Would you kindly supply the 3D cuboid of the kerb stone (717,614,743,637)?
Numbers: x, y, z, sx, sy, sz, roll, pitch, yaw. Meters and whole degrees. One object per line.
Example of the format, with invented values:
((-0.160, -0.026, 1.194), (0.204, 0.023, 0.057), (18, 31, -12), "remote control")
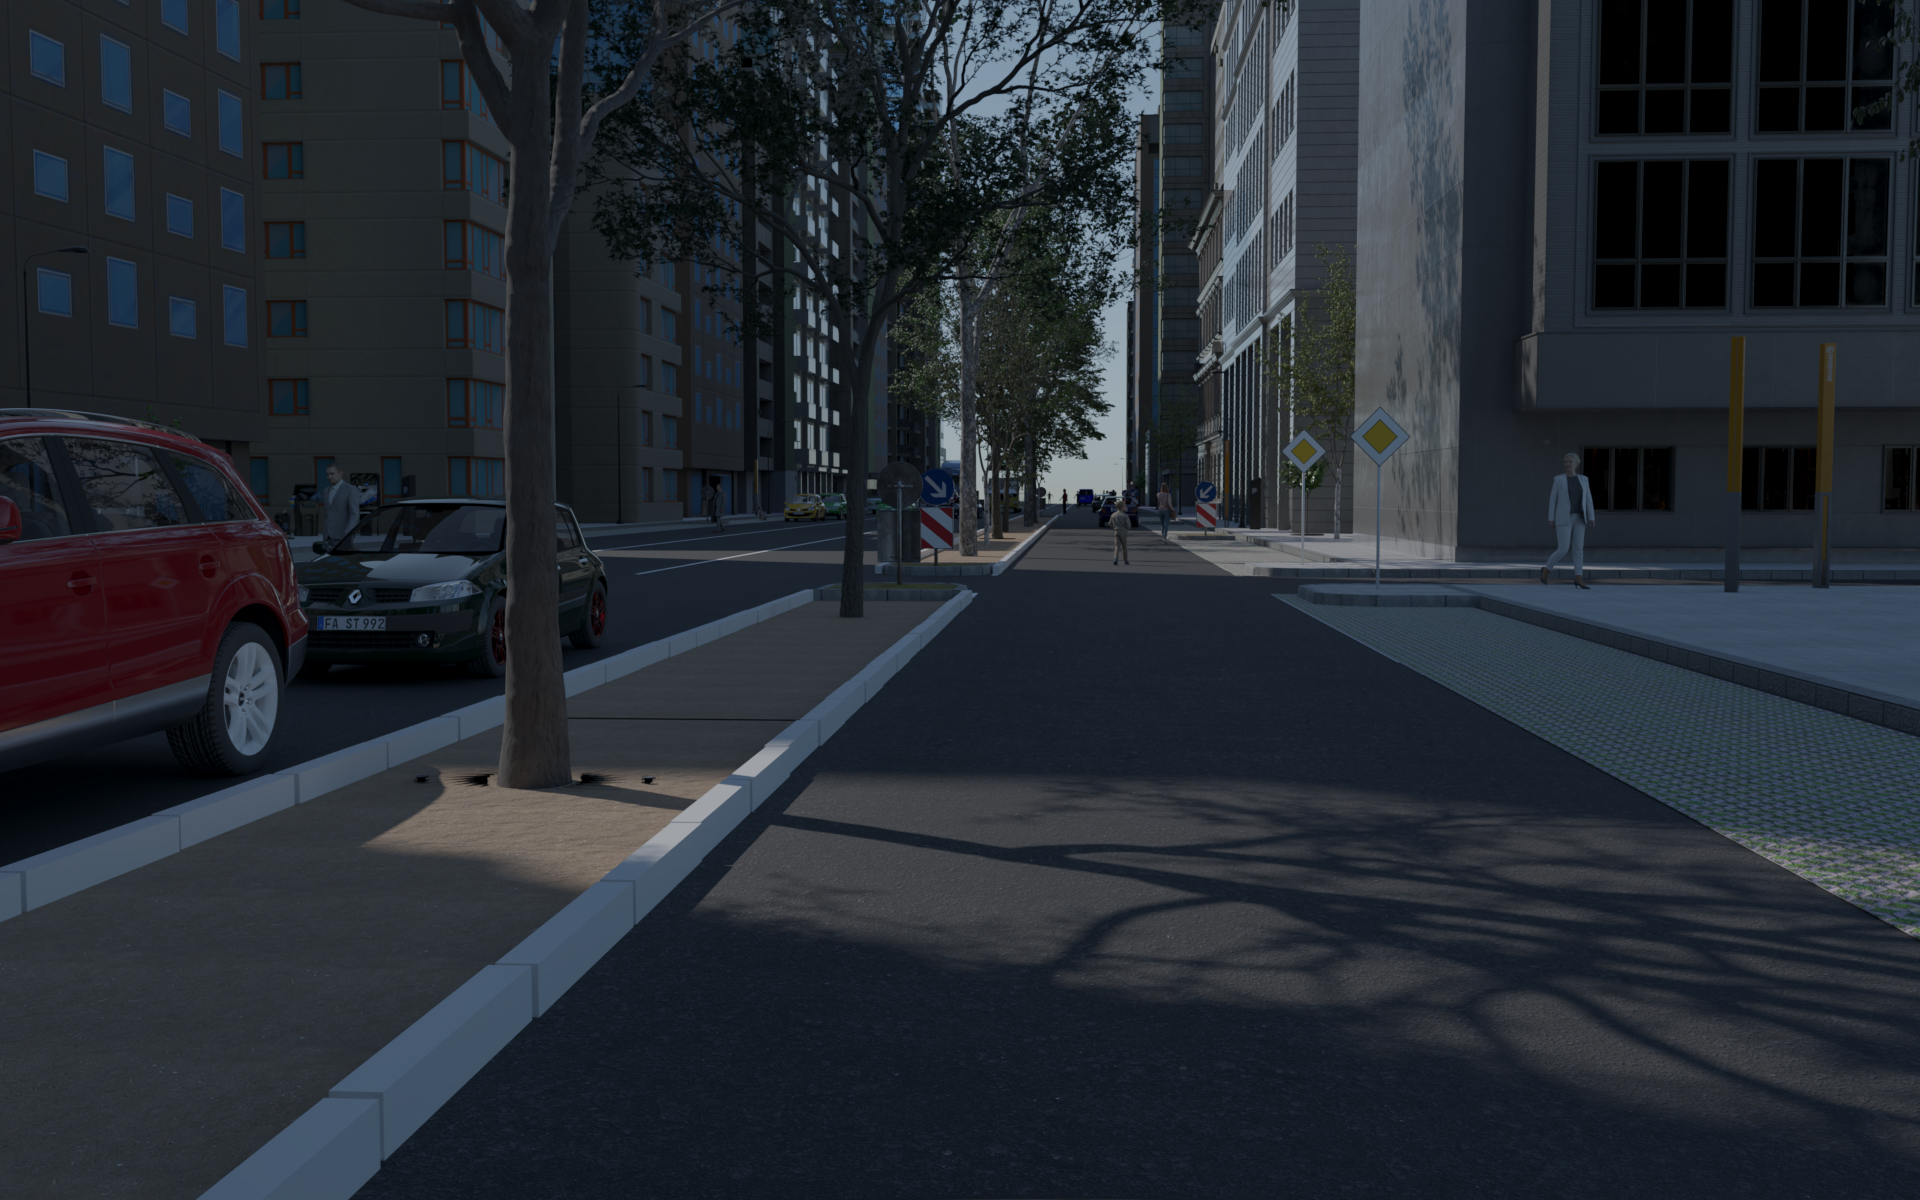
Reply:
((-2.399, 0.278, 17.655), (0.120, 0.150, 1.000), (0, 4, 4), "kerb stone")

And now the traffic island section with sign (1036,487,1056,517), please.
((4.957, -6.005, 106.312), (2.006, 1.907, 1.989), (0, 4, 4), "traffic island section with sign")

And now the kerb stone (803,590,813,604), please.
((-2.043, -0.035, 22.773), (0.120, 0.150, 1.000), (0, 4, 4), "kerb stone")

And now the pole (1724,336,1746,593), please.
((10.085, -1.755, 22.537), (0.158, 3.312, 0.155), (0, 3, 0), "pole")

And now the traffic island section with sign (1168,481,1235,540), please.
((7.525, -2.781, 54.099), (1.989, 1.847, 2.006), (0, 4, 4), "traffic island section with sign")

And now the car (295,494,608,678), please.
((-4.311, -0.306, 14.791), (2.009, 1.686, 4.222), (0, 4, 5), "car")

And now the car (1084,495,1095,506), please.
((16.199, -12.286, 213.459), (1.945, 1.354, 3.894), (0, 4, 4), "car")

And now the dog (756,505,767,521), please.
((-10.619, -4.663, 93.082), (0.513, 0.831, 0.800), (-1, 4, -21), "dog")

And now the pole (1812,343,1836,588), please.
((11.732, -1.814, 23.507), (0.158, 3.312, 0.155), (0, 3, 0), "pole")

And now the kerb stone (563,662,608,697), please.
((-2.768, 0.590, 12.549), (0.120, 0.150, 1.000), (0, 4, 4), "kerb stone")

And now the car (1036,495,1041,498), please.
((9.175, -12.514, 216.611), (2.014, 1.417, 4.499), (0, 4, 2), "car")

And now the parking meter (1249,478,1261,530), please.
((10.631, -3.470, 62.439), (0.399, 1.863, 0.255), (2, 4, 26), "parking meter")

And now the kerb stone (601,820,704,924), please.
((-1.103, 0.975, 6.260), (0.120, 0.150, 1.000), (0, 4, 4), "kerb stone")

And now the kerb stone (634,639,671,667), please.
((-2.633, 0.465, 14.589), (0.120, 0.150, 1.000), (0, 4, 4), "kerb stone")

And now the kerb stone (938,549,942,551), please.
((-0.611, -1.256, 42.738), (0.120, 0.150, 1.000), (0, 4, 4), "kerb stone")

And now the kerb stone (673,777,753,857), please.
((-1.038, 0.912, 7.281), (0.120, 0.150, 1.000), (0, 4, 4), "kerb stone")

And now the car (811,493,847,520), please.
((-7.336, -5.450, 97.898), (1.959, 1.807, 4.718), (0, 4, 5), "car")

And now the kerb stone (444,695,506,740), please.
((-2.910, 0.715, 10.507), (0.120, 0.150, 1.000), (0, 4, 4), "kerb stone")

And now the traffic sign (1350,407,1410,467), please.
((5.629, -1.284, 23.188), (0.795, 2.593, 0.064), (0, 4, 4), "traffic sign")

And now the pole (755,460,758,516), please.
((-12.098, -6.669, 102.875), (0.158, 3.312, 0.155), (0, 3, 0), "pole")

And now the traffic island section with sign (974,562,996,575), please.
((-0.374, -1.421, 31.362), (2.006, 1.907, 1.989), (0, 4, 4), "traffic island section with sign")

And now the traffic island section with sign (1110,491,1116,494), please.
((14.884, -9.096, 157.354), (1.989, 1.847, 2.006), (0, 4, 4), "traffic island section with sign")

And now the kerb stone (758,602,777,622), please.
((-2.257, 0.155, 19.702), (0.120, 0.150, 1.000), (0, 4, 4), "kerb stone")

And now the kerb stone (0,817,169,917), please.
((-3.202, 0.966, 6.397), (0.120, 0.150, 1.000), (0, 4, 4), "kerb stone")

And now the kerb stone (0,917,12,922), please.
((-3.276, 1.030, 5.373), (0.120, 0.150, 1.000), (0, 4, 4), "kerb stone")

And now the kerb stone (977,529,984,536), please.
((0.769, -2.441, 62.152), (0.120, 0.150, 1.000), (0, 4, 4), "kerb stone")

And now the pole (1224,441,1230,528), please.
((10.180, -4.415, 66.024), (0.158, 3.312, 0.155), (0, 3, 0), "pole")

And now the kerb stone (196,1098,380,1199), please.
((-1.326, 1.163, 3.180), (0.120, 0.150, 1.000), (0, 4, 4), "kerb stone")

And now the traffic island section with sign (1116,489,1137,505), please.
((12.934, -7.430, 130.102), (1.989, 1.847, 2.006), (0, 4, 4), "traffic island section with sign")

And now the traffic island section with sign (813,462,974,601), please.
((-0.910, -0.969, 23.974), (2.006, 1.907, 1.989), (0, 4, 4), "traffic island section with sign")

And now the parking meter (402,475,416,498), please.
((-16.850, -2.890, 52.968), (0.399, 1.863, 0.255), (2, 4, 34), "parking meter")

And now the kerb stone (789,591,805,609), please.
((-2.115, 0.028, 21.741), (0.120, 0.150, 1.000), (0, 4, 4), "kerb stone")

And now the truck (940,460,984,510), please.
((0.512, -9.395, 143.369), (2.967, 4.110, 18.799), (0, 4, 6), "truck")

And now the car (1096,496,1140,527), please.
((6.975, -3.898, 76.307), (1.945, 1.354, 3.894), (0, 4, 4), "car")

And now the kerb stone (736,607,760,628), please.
((-2.340, 0.215, 18.676), (0.120, 0.150, 1.000), (0, 4, 4), "kerb stone")

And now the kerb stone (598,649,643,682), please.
((-2.692, 0.528, 13.568), (0.120, 0.150, 1.000), (0, 4, 4), "kerb stone")

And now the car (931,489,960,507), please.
((-0.997, -7.250, 127.211), (2.281, 1.827, 5.304), (0, 4, 3), "car")

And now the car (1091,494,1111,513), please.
((11.138, -7.615, 134.291), (2.009, 1.686, 4.222), (0, 4, 6), "car")

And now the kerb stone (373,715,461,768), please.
((-2.986, 0.781, 9.479), (0.120, 0.150, 1.000), (0, 4, 4), "kerb stone")

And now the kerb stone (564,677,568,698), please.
((-2.838, 0.659, 11.527), (0.120, 0.150, 1.000), (0, 4, 4), "kerb stone")

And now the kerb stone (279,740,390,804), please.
((-3.058, 0.841, 8.459), (0.120, 0.150, 1.000), (0, 4, 4), "kerb stone")

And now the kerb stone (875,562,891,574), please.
((-1.424, -0.569, 31.500), (0.120, 0.150, 1.000), (0, 4, 4), "kerb stone")

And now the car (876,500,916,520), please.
((-3.162, -4.738, 86.270), (1.959, 1.807, 4.718), (0, 4, 2), "car")

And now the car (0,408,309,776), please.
((-4.713, 0.077, 7.410), (2.281, 1.827, 5.304), (0, 4, 4), "car")

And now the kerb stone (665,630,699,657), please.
((-2.549, 0.404, 15.610), (0.120, 0.150, 1.000), (0, 4, 4), "kerb stone")

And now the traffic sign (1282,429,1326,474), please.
((6.196, -1.771, 31.153), (0.795, 2.593, 0.064), (0, 4, 4), "traffic sign")

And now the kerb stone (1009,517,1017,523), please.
((2.735, -4.131, 89.777), (0.120, 0.150, 1.000), (0, 4, 4), "kerb stone")

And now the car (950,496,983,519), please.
((0.404, -5.453, 101.738), (1.945, 1.354, 3.894), (0, 4, 3), "car")

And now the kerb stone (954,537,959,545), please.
((-0.034, -1.757, 50.925), (0.120, 0.150, 1.000), (0, 4, 4), "kerb stone")

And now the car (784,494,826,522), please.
((-8.107, -4.919, 90.647), (2.015, 1.641, 3.980), (0, 4, 5), "car")

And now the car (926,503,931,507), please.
((-2.348, -9.778, 172.453), (1.945, 1.354, 3.894), (0, 4, 6), "car")

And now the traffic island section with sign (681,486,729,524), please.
((-12.052, -4.500, 82.202), (1.989, 1.847, 2.006), (0, 4, 4), "traffic island section with sign")

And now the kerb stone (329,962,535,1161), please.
((-1.261, 1.099, 4.219), (0.120, 0.150, 1.000), (0, 4, 4), "kerb stone")

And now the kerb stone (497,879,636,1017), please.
((-1.177, 1.038, 5.238), (0.120, 0.150, 1.000), (0, 4, 4), "kerb stone")

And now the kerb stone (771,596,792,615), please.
((-2.188, 0.090, 20.722), (0.120, 0.150, 1.000), (0, 4, 4), "kerb stone")

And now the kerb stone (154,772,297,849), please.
((-3.140, 0.903, 7.428), (0.120, 0.150, 1.000), (0, 4, 4), "kerb stone")

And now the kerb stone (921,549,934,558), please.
((-0.762, -1.130, 40.693), (0.120, 0.150, 1.000), (0, 4, 4), "kerb stone")

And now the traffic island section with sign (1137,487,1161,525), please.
((9.438, -4.426, 80.987), (1.989, 1.847, 2.006), (0, 4, 4), "traffic island section with sign")

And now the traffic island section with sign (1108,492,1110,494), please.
((18.877, -12.524, 213.398), (1.989, 1.847, 2.006), (0, 4, 4), "traffic island section with sign")

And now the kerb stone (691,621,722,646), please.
((-2.473, 0.341, 16.629), (0.120, 0.150, 1.000), (0, 4, 4), "kerb stone")
